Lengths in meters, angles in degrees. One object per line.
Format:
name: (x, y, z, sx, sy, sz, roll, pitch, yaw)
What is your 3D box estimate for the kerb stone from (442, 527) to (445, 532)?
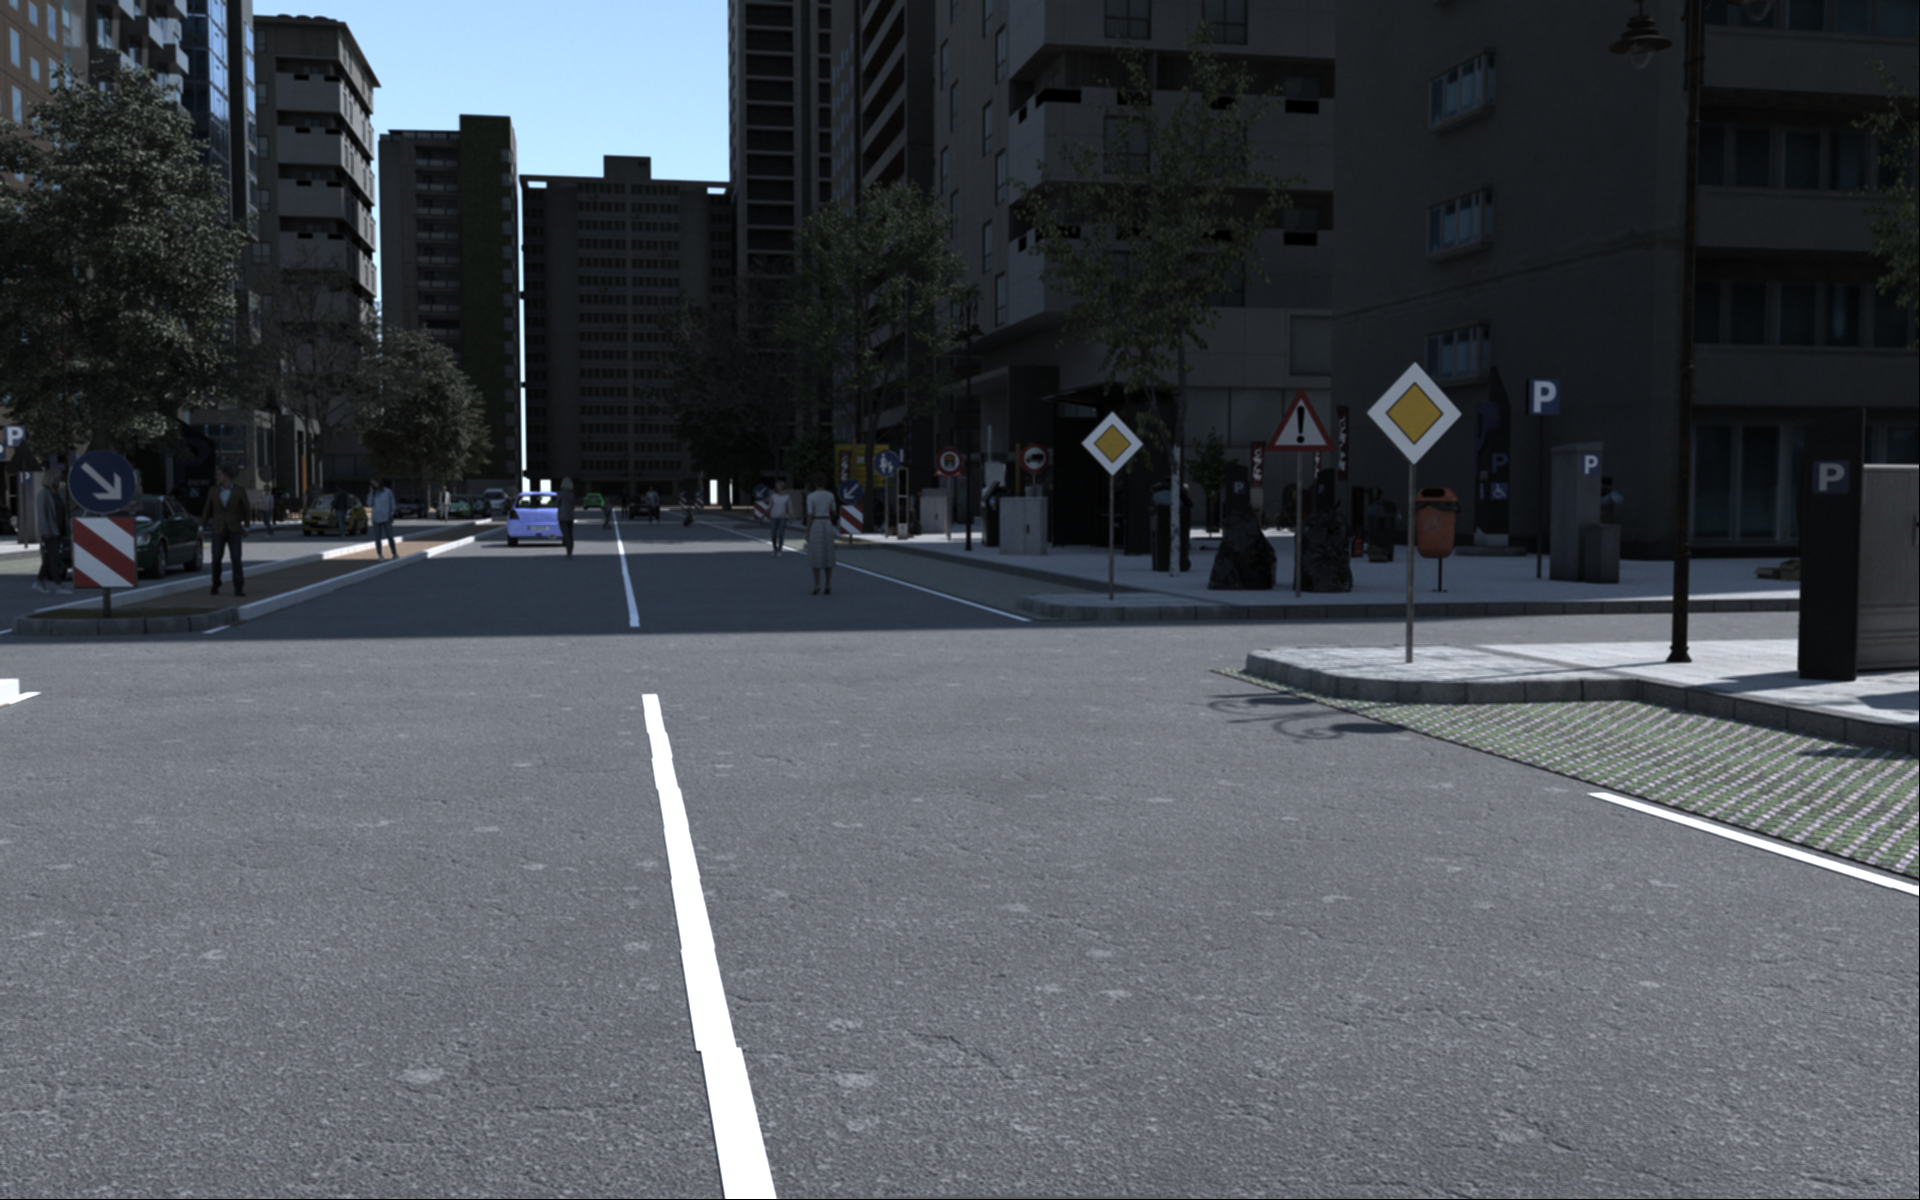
kerb stone: (-19.208, -2.550, 63.883, 0.120, 0.150, 1.000, -1, 4, -11)

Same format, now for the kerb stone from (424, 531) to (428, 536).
kerb stone: (-17.980, -2.180, 57.841, 0.120, 0.150, 1.000, -1, 4, -11)

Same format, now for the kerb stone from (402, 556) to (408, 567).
kerb stone: (-11.049, -0.726, 34.136, 0.120, 0.150, 1.000, -1, 4, -11)

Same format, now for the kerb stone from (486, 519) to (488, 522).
kerb stone: (-23.675, -3.901, 85.980, 0.120, 0.150, 1.000, -1, 4, -11)

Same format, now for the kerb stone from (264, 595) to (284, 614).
kerb stone: (-8.410, 0.071, 21.055, 0.120, 0.150, 1.000, -1, 4, -11)

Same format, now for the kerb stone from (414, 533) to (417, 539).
kerb stone: (-17.374, -1.996, 54.833, 0.120, 0.150, 1.000, -1, 4, -11)

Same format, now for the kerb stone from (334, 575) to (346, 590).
kerb stone: (-9.429, -0.237, 26.075, 0.120, 0.150, 1.000, -1, 4, -11)

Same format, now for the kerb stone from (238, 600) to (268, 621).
kerb stone: (-8.206, 0.131, 20.053, 0.120, 0.150, 1.000, -1, 4, -11)

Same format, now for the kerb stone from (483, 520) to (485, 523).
kerb stone: (-23.264, -3.777, 83.970, 0.120, 0.150, 1.000, -1, 4, -11)

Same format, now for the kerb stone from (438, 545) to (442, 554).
kerb stone: (-12.476, -1.159, 41.168, 0.120, 0.150, 1.000, -1, 4, -11)

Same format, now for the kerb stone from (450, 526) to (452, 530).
kerb stone: (-19.810, -2.734, 66.890, 0.120, 0.150, 1.000, -1, 4, -11)

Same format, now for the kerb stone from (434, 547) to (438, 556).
kerb stone: (-12.268, -1.099, 40.167, 0.120, 0.150, 1.000, -1, 4, -11)

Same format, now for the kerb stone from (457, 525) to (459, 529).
kerb stone: (-20.421, -2.916, 69.896, 0.120, 0.150, 1.000, -1, 4, -11)

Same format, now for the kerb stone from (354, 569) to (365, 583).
kerb stone: (-9.823, -0.361, 28.090, 0.120, 0.150, 1.000, -1, 4, -11)

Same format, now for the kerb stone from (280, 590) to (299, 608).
kerb stone: (-8.610, 0.008, 22.064, 0.120, 0.150, 1.000, -1, 4, -11)

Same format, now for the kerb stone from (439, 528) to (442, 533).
kerb stone: (-18.995, -2.488, 62.868, 0.120, 0.150, 1.000, -1, 4, -11)

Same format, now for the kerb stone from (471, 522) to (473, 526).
kerb stone: (-21.846, -3.345, 76.934, 0.120, 0.150, 1.000, -1, 4, -11)

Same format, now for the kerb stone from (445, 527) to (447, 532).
kerb stone: (-19.411, -2.611, 64.885, 0.120, 0.150, 1.000, -1, 4, -11)

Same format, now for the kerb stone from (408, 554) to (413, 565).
kerb stone: (-11.265, -0.790, 35.154, 0.120, 0.150, 1.000, -1, 4, -11)

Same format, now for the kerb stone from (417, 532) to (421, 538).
kerb stone: (-17.578, -2.054, 55.836, 0.120, 0.150, 1.000, -1, 4, -11)

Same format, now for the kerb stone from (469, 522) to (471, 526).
kerb stone: (-21.636, -3.286, 75.933, 0.120, 0.150, 1.000, -1, 4, -11)

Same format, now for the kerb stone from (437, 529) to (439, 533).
kerb stone: (-18.798, -2.426, 61.865, 0.120, 0.150, 1.000, -1, 4, -11)

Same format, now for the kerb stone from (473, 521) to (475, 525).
kerb stone: (-22.055, -3.401, 77.940, 0.120, 0.150, 1.000, -1, 4, -11)

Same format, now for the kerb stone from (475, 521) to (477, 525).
kerb stone: (-22.250, -3.471, 78.943, 0.120, 0.150, 1.000, -1, 4, -11)

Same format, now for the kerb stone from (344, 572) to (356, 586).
kerb stone: (-9.628, -0.299, 27.086, 0.120, 0.150, 1.000, -1, 4, -11)

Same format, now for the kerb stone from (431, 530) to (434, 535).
kerb stone: (-18.390, -2.302, 59.851, 0.120, 0.150, 1.000, -1, 4, -11)

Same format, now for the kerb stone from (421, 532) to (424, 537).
kerb stone: (-17.784, -2.117, 56.837, 0.120, 0.150, 1.000, -1, 4, -11)

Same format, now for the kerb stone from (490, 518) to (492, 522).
kerb stone: (-24.284, -4.085, 88.993, 0.120, 0.150, 1.000, -1, 4, -11)

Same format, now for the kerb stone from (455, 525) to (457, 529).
kerb stone: (-20.222, -2.856, 68.893, 0.120, 0.150, 1.000, -1, 4, -11)

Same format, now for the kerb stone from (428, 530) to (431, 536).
kerb stone: (-18.191, -2.242, 58.846, 0.120, 0.150, 1.000, -1, 4, -11)

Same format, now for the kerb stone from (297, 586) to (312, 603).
kerb stone: (-8.810, -0.050, 23.070, 0.120, 0.150, 1.000, -1, 4, -11)

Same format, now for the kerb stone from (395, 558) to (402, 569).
kerb stone: (-10.848, -0.669, 33.132, 0.120, 0.150, 1.000, -1, 4, -11)

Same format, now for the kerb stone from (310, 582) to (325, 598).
kerb stone: (-9.012, -0.115, 24.072, 0.120, 0.150, 1.000, -1, 4, -11)

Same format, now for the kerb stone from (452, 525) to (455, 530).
kerb stone: (-20.015, -2.795, 67.892, 0.120, 0.150, 1.000, -1, 4, -11)

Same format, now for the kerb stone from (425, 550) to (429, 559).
kerb stone: (-11.867, -0.977, 38.162, 0.120, 0.150, 1.000, -1, 4, -11)

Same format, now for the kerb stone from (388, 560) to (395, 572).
kerb stone: (-10.645, -0.607, 32.126, 0.120, 0.150, 1.000, -1, 4, -11)

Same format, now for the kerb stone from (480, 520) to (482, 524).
kerb stone: (-22.858, -3.651, 81.957, 0.120, 0.150, 1.000, -1, 4, -11)

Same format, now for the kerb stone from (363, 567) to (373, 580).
kerb stone: (-10.031, -0.422, 29.103, 0.120, 0.150, 1.000, -1, 4, -11)

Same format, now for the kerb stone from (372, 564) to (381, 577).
kerb stone: (-10.234, -0.484, 30.114, 0.120, 0.150, 1.000, -1, 4, -11)

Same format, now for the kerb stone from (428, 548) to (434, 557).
kerb stone: (-12.060, -1.038, 39.166, 0.120, 0.150, 1.000, -1, 4, -11)

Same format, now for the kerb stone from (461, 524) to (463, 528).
kerb stone: (-20.827, -3.040, 71.906, 0.120, 0.150, 1.000, -1, 4, -11)

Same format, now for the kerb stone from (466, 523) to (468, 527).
kerb stone: (-21.232, -3.159, 73.926, 0.120, 0.150, 1.000, -1, 4, -11)

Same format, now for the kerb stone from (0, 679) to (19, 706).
kerb stone: (-6.490, 0.653, 11.519, 0.120, 0.150, 1.000, -1, 4, -11)

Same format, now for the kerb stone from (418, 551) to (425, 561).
kerb stone: (-11.659, -0.915, 37.161, 0.120, 0.150, 1.000, -1, 4, -11)

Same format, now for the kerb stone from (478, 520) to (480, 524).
kerb stone: (-22.652, -3.594, 80.955, 0.120, 0.150, 1.000, -1, 4, -11)

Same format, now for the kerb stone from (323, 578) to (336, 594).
kerb stone: (-9.212, -0.176, 25.076, 0.120, 0.150, 1.000, -1, 4, -11)

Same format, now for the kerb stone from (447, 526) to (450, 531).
kerb stone: (-19.610, -2.672, 65.888, 0.120, 0.150, 1.000, -1, 4, -11)

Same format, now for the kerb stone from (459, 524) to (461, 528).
kerb stone: (-20.621, -2.979, 70.904, 0.120, 0.150, 1.000, -1, 4, -11)

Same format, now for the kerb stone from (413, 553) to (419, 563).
kerb stone: (-11.456, -0.854, 36.159, 0.120, 0.150, 1.000, -1, 4, -11)

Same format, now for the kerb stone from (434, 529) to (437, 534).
kerb stone: (-18.594, -2.365, 60.856, 0.120, 0.150, 1.000, -1, 4, -11)

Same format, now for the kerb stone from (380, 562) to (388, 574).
kerb stone: (-10.443, -0.546, 31.118, 0.120, 0.150, 1.000, -1, 4, -11)

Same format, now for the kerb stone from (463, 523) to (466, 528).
kerb stone: (-21.028, -3.100, 72.911, 0.120, 0.150, 1.000, -1, 4, -11)
